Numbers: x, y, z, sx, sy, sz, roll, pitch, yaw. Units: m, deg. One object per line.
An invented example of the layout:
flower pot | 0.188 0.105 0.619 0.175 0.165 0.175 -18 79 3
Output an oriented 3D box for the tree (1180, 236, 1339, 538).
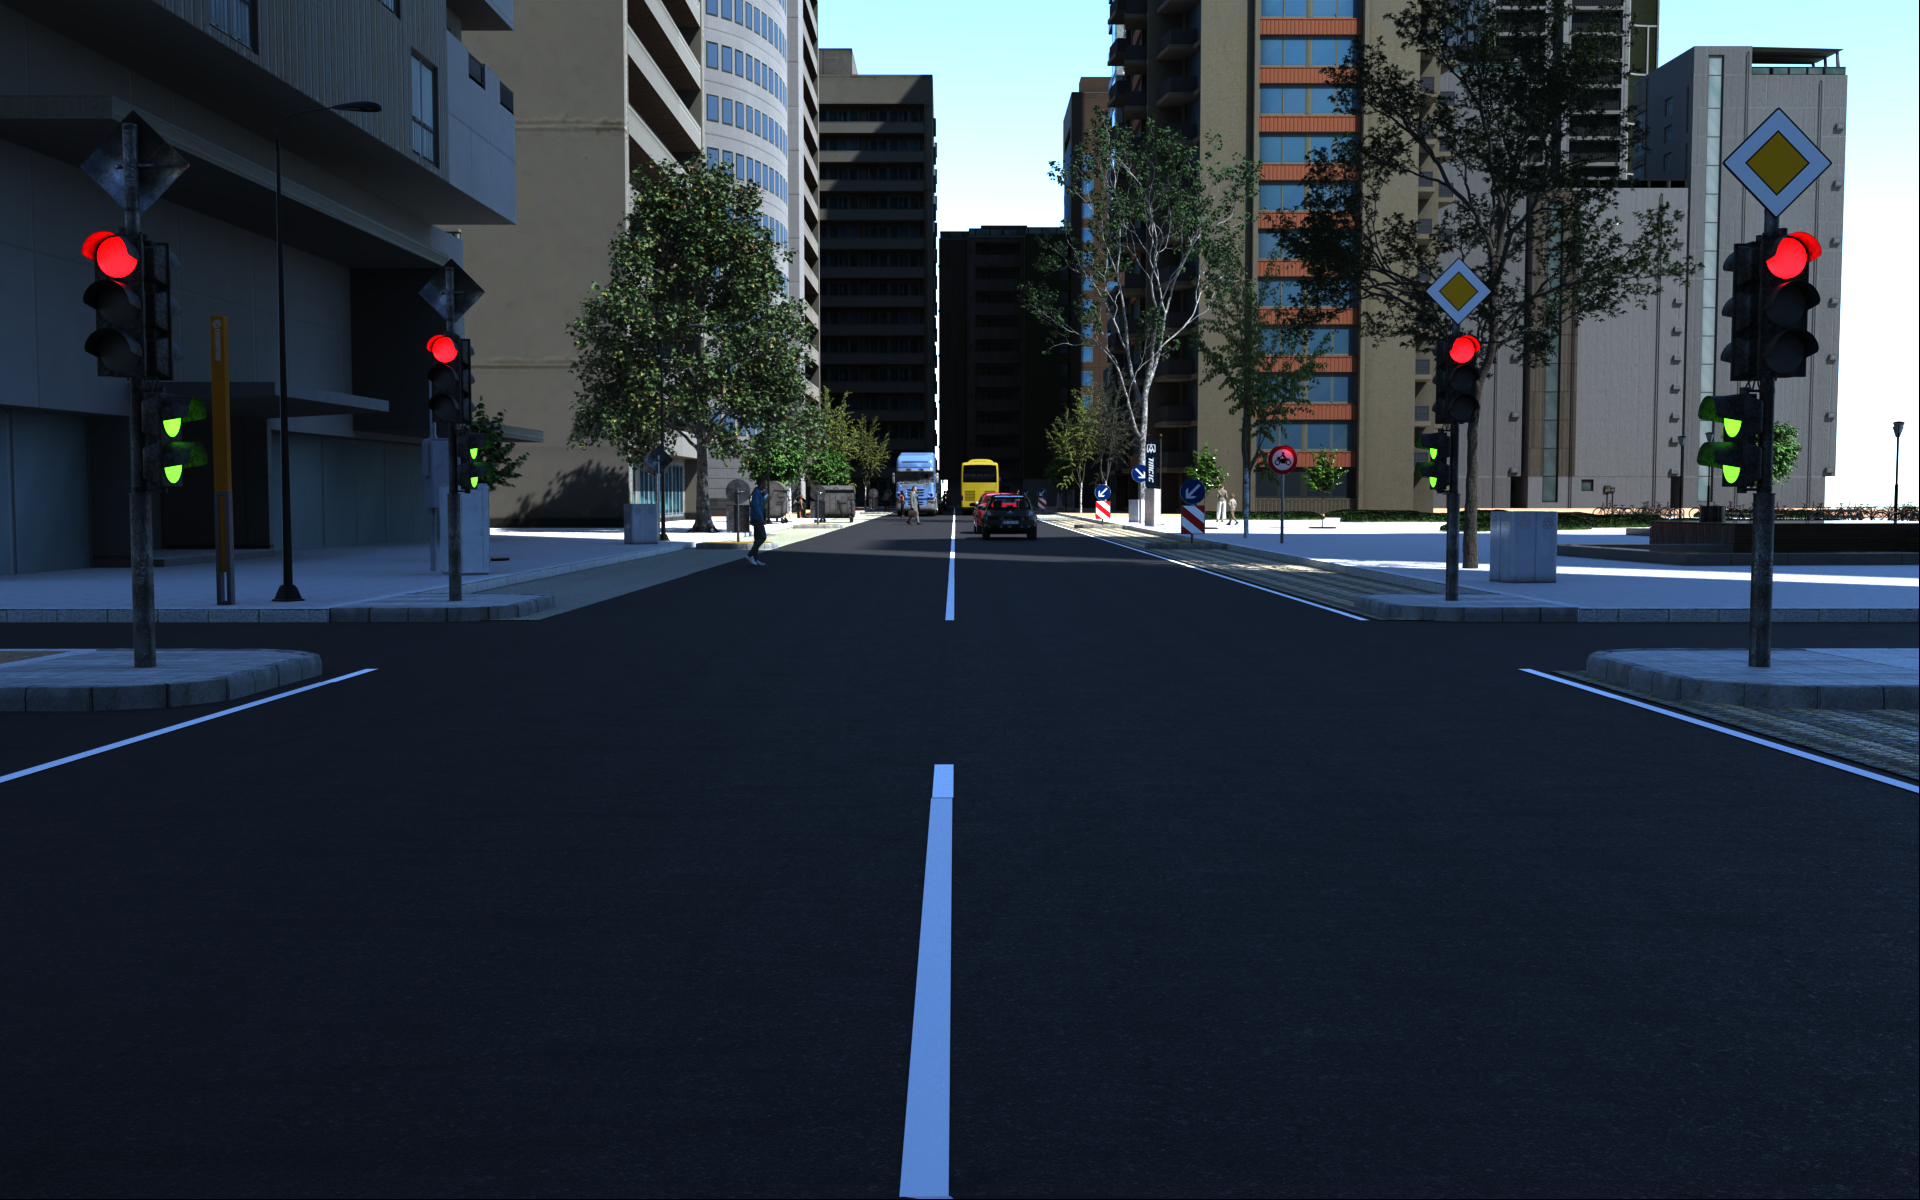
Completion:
tree | 8.564 -6.102 50.132 4.737 8.622 4.395 0 3 0

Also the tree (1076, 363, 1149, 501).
tree | 8.428 -9.056 98.426 4.360 8.622 3.978 0 3 0

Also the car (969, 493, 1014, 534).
car | 1.433 -3.347 63.757 2.155 1.783 4.494 0 4 -1

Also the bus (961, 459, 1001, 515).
bus | 1.430 -7.919 121.020 2.896 3.916 12.252 0 4 1

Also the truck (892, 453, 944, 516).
truck | -2.631 -7.843 117.996 2.967 4.110 18.799 0 4 1

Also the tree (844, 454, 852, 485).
tree | -8.542 -7.815 111.483 4.285 4.588 4.351 0 3 0

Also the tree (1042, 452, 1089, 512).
tree | 7.784 -8.825 127.996 4.285 4.588 4.351 0 3 0

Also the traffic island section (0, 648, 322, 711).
traffic island section | -6.068 0.576 12.865 2.009 0.180 2.903 0 4 0

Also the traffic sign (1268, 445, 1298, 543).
traffic sign | 8.374 -2.744 44.978 0.768 2.556 0.104 1 4 8

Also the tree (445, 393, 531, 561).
tree | -9.125 -2.377 33.466 1.663 3.219 1.824 0 3 0

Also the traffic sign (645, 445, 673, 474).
traffic sign | -8.125 -2.871 46.672 0.795 2.593 0.064 0 4 5

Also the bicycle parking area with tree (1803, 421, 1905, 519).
bicycle parking area with tree | 38.135 -5.127 70.823 9.016 4.147 8.231 3 5 41

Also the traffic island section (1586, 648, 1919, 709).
traffic island section | 5.973 0.574 12.894 2.009 0.180 2.903 0 4 0

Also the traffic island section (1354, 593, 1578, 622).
traffic island section | 5.951 0.086 20.879 2.009 0.180 2.903 0 4 0

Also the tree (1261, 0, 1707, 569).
tree | 8.529 -5.810 29.410 7.601 10.594 8.767 -3 4 -38

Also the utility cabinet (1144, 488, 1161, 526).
utility cabinet | 7.638 -3.662 68.547 0.318 1.500 1.173 -1 4 -12

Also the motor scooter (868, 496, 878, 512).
motor scooter | -6.686 -7.374 133.343 0.815 1.314 1.986 0 4 -2

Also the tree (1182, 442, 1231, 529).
tree | 9.141 -4.231 63.784 1.663 3.219 1.824 0 3 0

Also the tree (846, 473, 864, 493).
tree | -9.733 -9.870 155.982 1.663 3.219 1.824 0 3 0

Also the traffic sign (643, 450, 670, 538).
traffic sign | -8.663 -3.019 49.473 0.768 2.556 0.104 0 4 1

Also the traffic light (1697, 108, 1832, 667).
traffic light | 5.933 -1.459 12.780 0.839 4.253 0.868 0 4 0

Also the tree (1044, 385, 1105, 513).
tree | 8.013 -10.136 116.090 4.737 8.622 4.395 0 3 0

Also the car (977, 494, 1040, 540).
car | 1.563 -2.793 55.450 2.009 1.686 4.222 0 4 0

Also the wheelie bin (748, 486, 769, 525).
wheelie bin | -8.346 -3.921 72.009 0.693 1.594 0.980 1 4 20

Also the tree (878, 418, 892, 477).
tree | -8.497 -12.808 159.770 4.737 8.622 4.395 0 3 0

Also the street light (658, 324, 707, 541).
street light | -7.608 -4.579 47.407 1.470 5.913 1.316 0 4 0

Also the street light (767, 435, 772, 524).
street light | -7.625 -6.188 73.711 1.470 5.913 1.316 0 4 0

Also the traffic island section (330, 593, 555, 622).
traffic island section | -6.091 0.087 20.850 2.009 0.180 2.903 0 4 0

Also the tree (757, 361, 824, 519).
tree | -8.786 -8.498 89.300 4.360 8.622 3.978 0 3 0

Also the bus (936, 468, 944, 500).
bus | -2.980 -10.139 157.313 2.896 3.916 12.252 0 4 -1

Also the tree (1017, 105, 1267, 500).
tree | 8.724 -13.938 83.777 12.611 20.169 13.585 0 3 0

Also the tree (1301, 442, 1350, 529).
tree | 13.518 -4.294 64.800 1.663 3.219 1.824 0 3 0

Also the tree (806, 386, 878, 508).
tree | -8.493 -10.166 116.580 4.737 8.622 4.395 0 3 0

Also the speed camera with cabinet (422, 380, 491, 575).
speed camera with cabinet | -8.187 -2.066 28.113 0.660 3.252 2.038 -2 4 -30

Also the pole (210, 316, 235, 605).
pole | -8.499 -1.597 19.958 0.158 3.312 0.155 0 3 0

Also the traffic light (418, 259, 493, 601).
traffic light | -6.051 -1.945 20.716 0.839 4.253 0.868 0 4 0

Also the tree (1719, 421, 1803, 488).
tree | 31.066 -5.127 67.547 4.285 4.588 4.351 0 3 0

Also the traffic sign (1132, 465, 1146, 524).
traffic sign | 7.801 -4.575 74.905 0.768 2.556 0.104 1 4 8

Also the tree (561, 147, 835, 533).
tree | -8.727 -8.609 57.758 9.611 12.733 9.660 0 3 0

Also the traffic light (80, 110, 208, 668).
traffic light | -6.028 -1.456 12.731 0.839 4.253 0.868 0 4 0

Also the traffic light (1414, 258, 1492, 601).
traffic light | 5.910 -1.948 20.765 0.839 4.253 0.868 0 4 0

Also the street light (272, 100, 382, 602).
street light | -7.522 -2.940 20.603 1.470 5.913 1.316 0 4 0

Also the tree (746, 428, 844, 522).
tree | -8.430 -5.847 79.318 4.285 4.588 4.351 0 3 0
